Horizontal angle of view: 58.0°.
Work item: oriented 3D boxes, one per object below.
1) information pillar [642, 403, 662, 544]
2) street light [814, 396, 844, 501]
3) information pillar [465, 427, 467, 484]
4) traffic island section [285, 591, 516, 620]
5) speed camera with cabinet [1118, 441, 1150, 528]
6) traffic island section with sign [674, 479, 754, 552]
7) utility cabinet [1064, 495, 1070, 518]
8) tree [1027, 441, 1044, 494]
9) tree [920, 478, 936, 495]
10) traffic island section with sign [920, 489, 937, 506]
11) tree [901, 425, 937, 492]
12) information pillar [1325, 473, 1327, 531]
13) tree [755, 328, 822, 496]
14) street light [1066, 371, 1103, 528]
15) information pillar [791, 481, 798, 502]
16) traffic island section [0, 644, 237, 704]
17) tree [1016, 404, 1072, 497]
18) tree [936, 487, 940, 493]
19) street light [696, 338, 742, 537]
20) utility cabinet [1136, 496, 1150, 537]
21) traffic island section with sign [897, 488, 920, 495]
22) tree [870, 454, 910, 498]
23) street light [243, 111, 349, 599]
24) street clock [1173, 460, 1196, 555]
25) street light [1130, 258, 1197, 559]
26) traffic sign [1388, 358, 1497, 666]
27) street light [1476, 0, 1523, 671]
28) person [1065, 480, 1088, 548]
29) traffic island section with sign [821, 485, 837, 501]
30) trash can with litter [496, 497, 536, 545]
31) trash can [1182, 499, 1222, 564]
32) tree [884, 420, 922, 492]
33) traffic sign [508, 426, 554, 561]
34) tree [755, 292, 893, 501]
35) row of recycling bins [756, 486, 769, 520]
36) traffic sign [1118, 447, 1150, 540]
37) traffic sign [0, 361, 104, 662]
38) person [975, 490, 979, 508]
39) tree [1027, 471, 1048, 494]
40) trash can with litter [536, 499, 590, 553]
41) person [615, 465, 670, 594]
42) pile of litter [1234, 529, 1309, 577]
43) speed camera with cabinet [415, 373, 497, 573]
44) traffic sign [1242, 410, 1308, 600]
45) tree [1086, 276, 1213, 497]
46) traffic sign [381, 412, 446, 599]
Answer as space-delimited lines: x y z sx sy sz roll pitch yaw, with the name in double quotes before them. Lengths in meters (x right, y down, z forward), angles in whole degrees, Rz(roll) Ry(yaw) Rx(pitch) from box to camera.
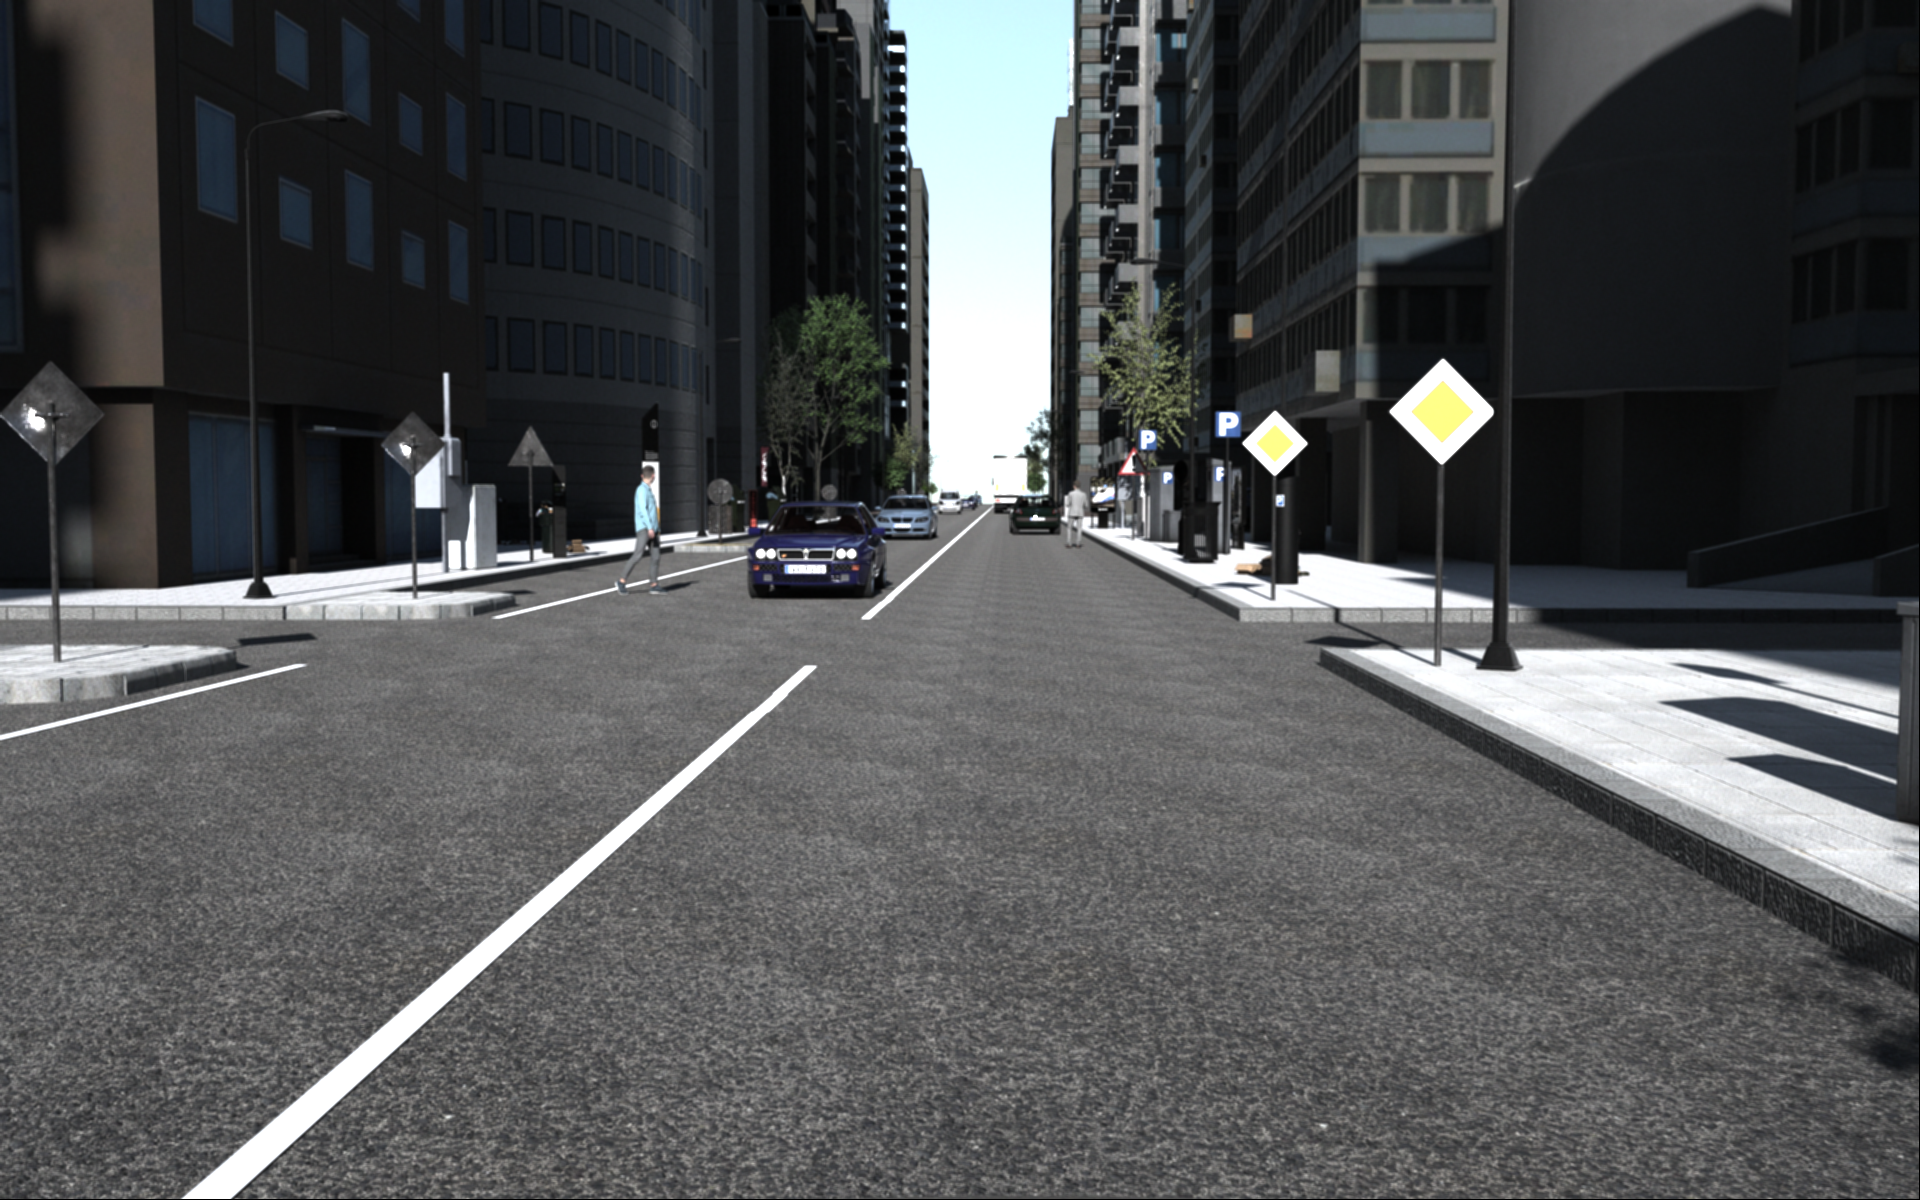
"information pillar" -7.894 -3.237 44.275 0.183 3.616 0.504 3 5 40
"street light" -6.377 -6.726 82.513 1.470 5.913 1.316 0 4 2
"information pillar" -12.193 -3.109 42.185 0.183 3.616 0.504 1 4 21
"traffic island section" -6.689 0.066 21.196 2.009 0.180 2.903 0 4 2
"speed camera with cabinet" 6.789 -4.263 64.040 2.038 3.252 0.660 3 5 44
"traffic island section with sign" -6.074 -2.147 43.738 1.989 1.847 2.006 0 4 2
"utility cabinet" 5.966 -5.042 93.603 0.306 1.237 1.020 2 4 27
"tree" 10.401 -18.256 248.840 4.737 8.622 4.395 0 3 0
"tree" -4.173 -12.904 205.583 1.663 3.219 1.824 0 3 0
"traffic island section with sign" -3.252 -8.505 147.691 1.989 1.847 2.006 0 4 2
"tree" -4.323 -14.353 185.027 4.360 8.622 3.978 0 3 0
"information pillar" 12.559 -3.406 60.180 0.304 2.012 0.304 0 4 1
"tree" -7.889 -7.681 75.950 4.360 8.622 3.978 0 3 0
"street light" 4.817 -5.670 65.241 1.470 5.913 1.316 0 4 2
"information pillar" -9.216 -5.631 96.554 0.304 2.012 0.304 0 4 5
"traffic island section" -6.907 0.555 13.214 2.009 0.180 2.903 0 4 2
"tree" 9.290 -15.050 180.487 7.601 10.594 8.767 -2 4 -27
"tree" -3.639 -14.976 239.462 1.663 3.219 1.824 0 3 0
"street light" -7.212 -4.850 51.837 1.470 5.913 1.316 0 4 2
"utility cabinet" 5.568 -2.529 52.503 0.306 1.237 1.020 0 4 -4
"traffic island section with sign" -3.997 -6.818 120.096 1.989 1.847 2.006 0 4 2
"tree" -5.734 -9.668 141.780 4.285 4.588 4.351 0 3 0
"street light" -8.105 -2.974 21.162 1.470 5.913 1.316 0 4 2
"street clock" 4.765 -1.971 36.798 0.358 2.002 0.471 -2 4 -35
"street light" 4.051 -3.774 34.247 1.470 5.913 1.316 0 4 2
"traffic sign" 3.557 -0.563 12.848 0.795 2.450 0.064 0 4 2
"street light" 3.424 -2.448 12.562 1.470 5.913 1.316 0 4 2
"person" 3.060 -2.283 46.020 0.606 1.804 0.583 -1 4 -19
"traffic island section with sign" -5.334 -3.817 71.038 1.989 1.847 2.006 0 4 2
"trash can with litter" -11.435 -2.007 43.877 2.233 1.210 1.678 1 4 20
"trash can" 4.489 -1.255 32.177 0.748 1.137 0.748 0 3 0
"tree" -5.791 -13.541 171.749 4.737 8.622 4.395 0 3 0
"traffic sign" -8.170 -2.016 32.973 0.884 2.594 0.081 0 4 2
"tree" -7.292 -9.988 89.061 9.928 11.665 9.643 0 3 0
"row of recycling bins" -10.754 -4.824 85.983 3.534 1.692 1.069 3 5 41
"traffic sign" 4.828 -2.946 48.178 0.884 2.594 0.081 0 4 7
"traffic sign" -6.883 -0.582 13.152 0.795 2.450 0.064 0 4 2
"person" 1.782 -10.746 184.179 0.705 1.826 1.348 -1 4 -16
"tree" 10.232 -15.326 234.298 4.285 4.588 4.351 0 3 0
"trash can with litter" -8.672 -1.617 37.817 1.055 1.170 0.624 -2 4 -29
"person" -4.547 -1.008 24.835 0.748 1.841 0.638 1 4 11
"pile of litter" 4.956 -0.830 27.531 1.176 0.858 1.719 1 4 10
"speed camera with cabinet" -8.463 -2.124 29.061 0.660 3.252 2.038 1 4 8
"traffic sign" 3.774 -1.051 20.830 0.795 2.450 0.064 0 4 2
"tree" 6.519 -6.675 59.501 4.737 8.622 4.395 0 3 0
"traffic sign" -6.665 -1.070 21.134 0.795 2.450 0.064 0 4 2
